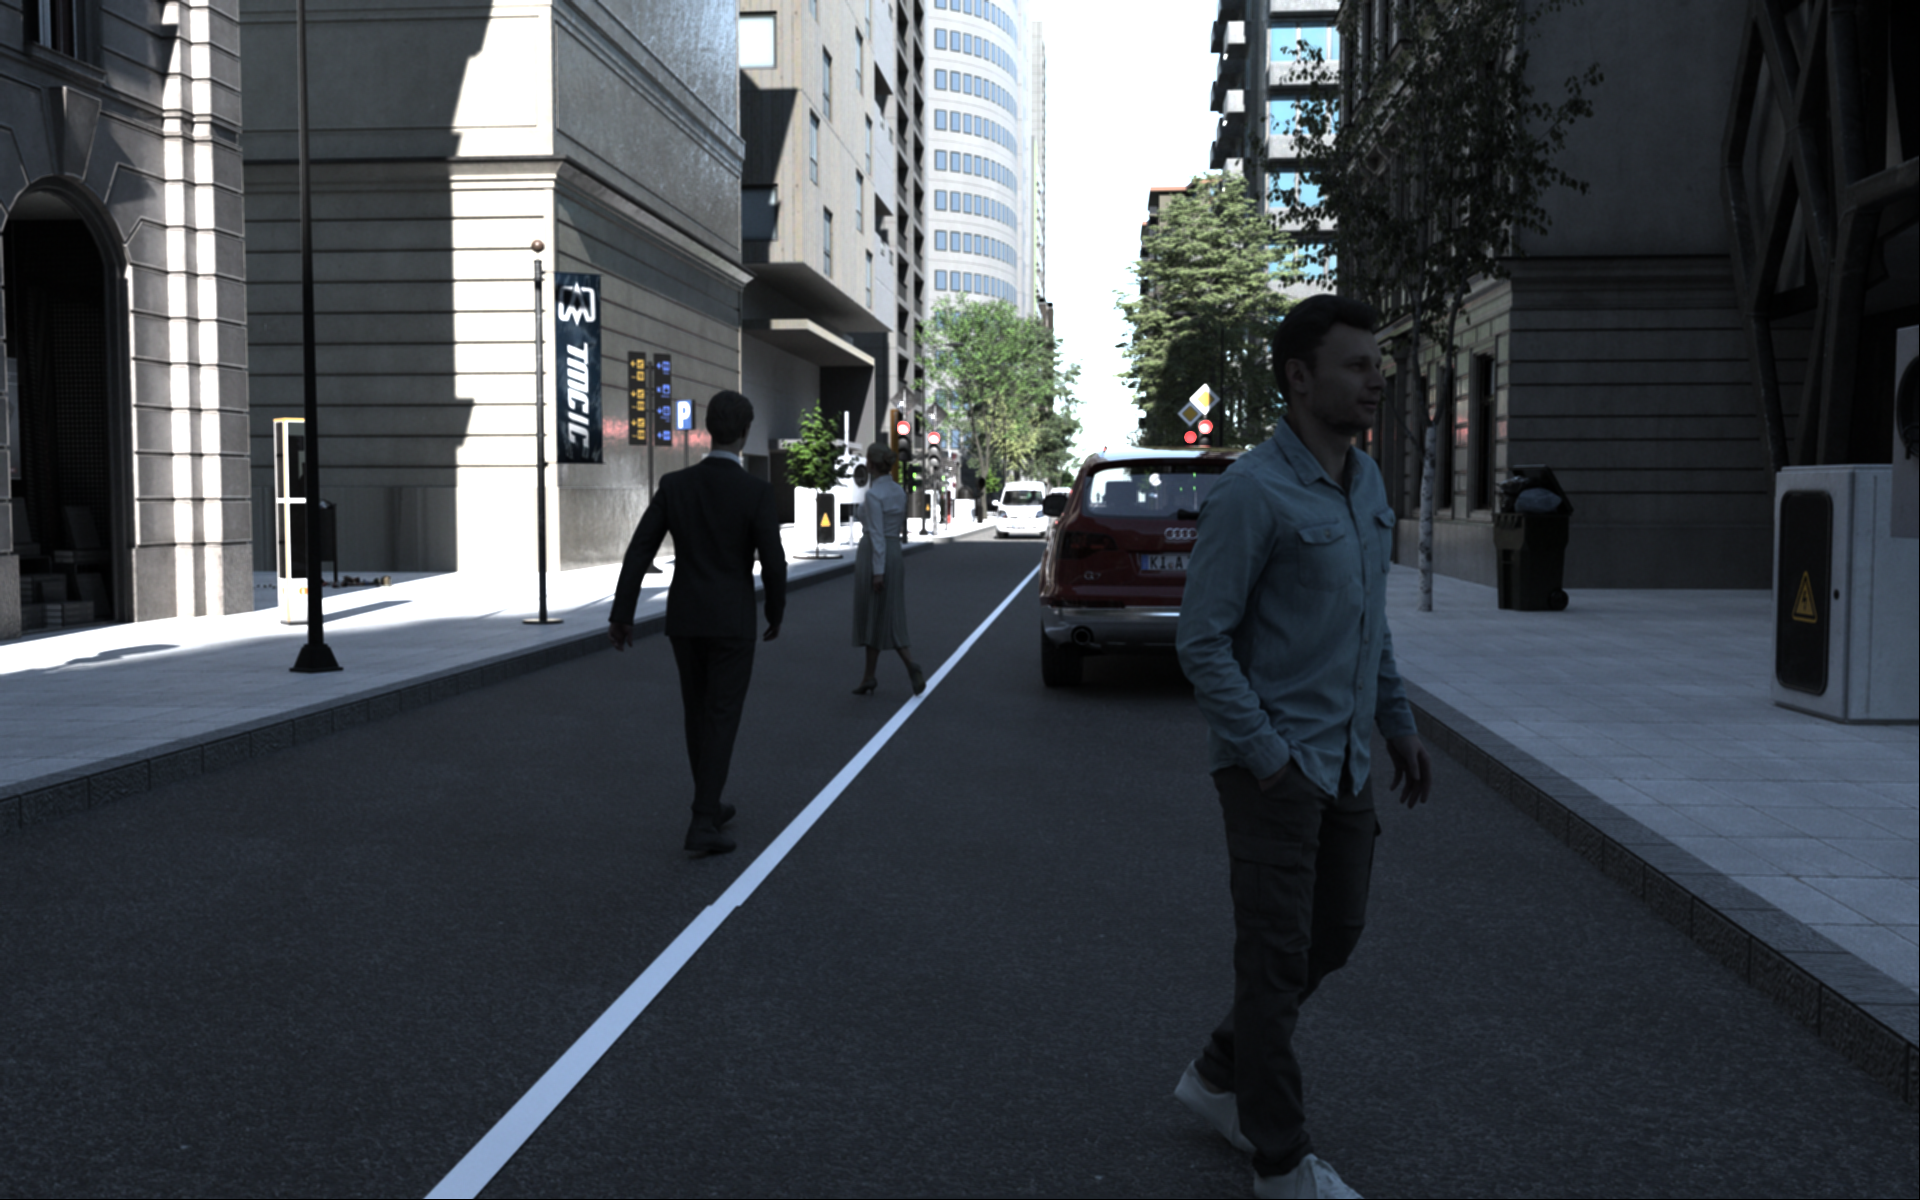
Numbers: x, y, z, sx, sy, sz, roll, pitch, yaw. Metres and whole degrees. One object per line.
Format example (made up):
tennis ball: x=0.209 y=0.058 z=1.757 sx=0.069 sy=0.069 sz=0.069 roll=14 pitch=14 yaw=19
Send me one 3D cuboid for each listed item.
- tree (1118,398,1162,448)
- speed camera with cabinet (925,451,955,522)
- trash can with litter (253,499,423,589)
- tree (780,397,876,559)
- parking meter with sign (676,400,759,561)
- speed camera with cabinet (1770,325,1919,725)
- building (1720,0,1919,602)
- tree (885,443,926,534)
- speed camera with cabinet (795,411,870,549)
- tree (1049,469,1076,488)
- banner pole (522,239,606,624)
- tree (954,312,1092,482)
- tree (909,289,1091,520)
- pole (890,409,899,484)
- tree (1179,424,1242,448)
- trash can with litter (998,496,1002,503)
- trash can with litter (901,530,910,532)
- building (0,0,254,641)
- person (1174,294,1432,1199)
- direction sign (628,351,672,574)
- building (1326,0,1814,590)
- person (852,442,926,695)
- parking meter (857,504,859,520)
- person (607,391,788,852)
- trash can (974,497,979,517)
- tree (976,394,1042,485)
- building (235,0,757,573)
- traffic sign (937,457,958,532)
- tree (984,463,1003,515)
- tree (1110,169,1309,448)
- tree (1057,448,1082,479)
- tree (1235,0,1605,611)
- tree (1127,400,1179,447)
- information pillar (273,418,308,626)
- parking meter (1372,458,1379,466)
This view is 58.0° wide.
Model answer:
tree: x=14.189 y=-11.127 z=132.290 sx=4.737 sy=8.622 sz=4.395 roll=0 pitch=3 yaw=0
speed camera with cabinet: x=-0.970 y=-5.213 z=79.569 sx=0.660 sy=3.252 sz=2.038 roll=-2 pitch=4 yaw=-30
trash can with litter: x=-8.612 y=-0.795 z=24.048 sx=2.233 sy=1.210 sz=1.678 roll=1 pitch=4 yaw=12
tree: x=-2.732 y=-2.447 z=34.613 sx=1.663 sy=3.219 sz=1.824 roll=0 pitch=3 yaw=0
parking meter with sign: x=-4.453 y=-2.231 z=32.745 sx=1.738 sy=3.016 sz=0.543 roll=-3 pitch=5 yaw=-40
speed camera with cabinet: x=5.173 y=-0.925 z=9.453 sx=0.660 sy=3.252 sz=2.038 roll=0 pitch=4 yaw=2
building: x=15.598 y=-8.920 z=13.287 sx=16.820 sy=18.784 sz=16.811 roll=0 pitch=4 yaw=5
tree: x=-2.167 y=-3.774 z=56.303 sx=1.663 sy=3.219 sz=1.824 roll=0 pitch=3 yaw=0
speed camera with cabinet: x=-2.998 y=-2.849 z=40.909 sx=0.660 sy=3.252 sz=2.038 roll=3 pitch=4 yaw=38
tree: x=14.938 y=-15.861 z=243.039 sx=4.285 sy=4.588 sz=4.351 roll=0 pitch=3 yaw=0
banner pole: x=-3.947 y=-1.665 z=17.240 sx=0.863 sy=3.779 sz=0.401 roll=-2 pitch=4 yaw=-28
tree: x=4.087 y=-13.108 z=120.978 sx=9.857 sy=13.997 sz=8.962 roll=0 pitch=3 yaw=0
tree: x=1.214 y=-9.894 z=87.518 sx=9.928 sy=11.665 sz=9.643 roll=0 pitch=3 yaw=0
pole: x=-1.575 y=-2.931 z=41.763 sx=0.158 sy=3.312 sz=0.155 roll=0 pitch=3 yaw=0
tree: x=10.085 y=-5.369 z=71.492 sx=4.285 sy=4.588 sz=4.351 roll=0 pitch=3 yaw=0
trash can with litter: x=3.380 y=-7.130 z=127.955 sx=1.055 sy=1.170 sz=0.624 roll=-1 pitch=4 yaw=-14
trash can with litter: x=-2.519 y=-2.948 z=59.258 sx=1.678 sy=1.210 sz=2.233 roll=1 pitch=4 yaw=21
building: x=-14.488 y=-10.114 z=7.164 sx=13.314 sy=21.916 sz=24.055 roll=0 pitch=4 yaw=5
person: x=0.664 y=0.302 z=3.581 sx=0.620 sy=1.820 sz=0.660 roll=3 pitch=5 yaw=39
direction sign: x=-4.975 y=-2.193 z=27.860 sx=0.379 sy=3.537 sz=0.876 roll=3 pitch=4 yaw=39
building: x=12.762 y=-10.212 z=31.595 sx=10.561 sy=19.102 sz=19.286 roll=0 pitch=4 yaw=5
person: x=-0.506 y=-0.218 z=12.291 sx=0.641 sy=1.798 sz=0.478 roll=3 pitch=5 yaw=43
parking meter: x=-4.897 y=-4.698 z=85.229 sx=0.372 sy=1.533 sz=0.369 roll=0 pitch=3 yaw=0
person: x=-0.995 y=0.072 z=7.093 sx=0.659 sy=1.850 sz=0.755 roll=1 pitch=4 yaw=15
trash can: x=0.728 y=-5.162 z=96.046 sx=0.748 sy=1.137 sz=0.748 roll=0 pitch=3 yaw=0
tree: x=3.257 y=-9.934 z=112.785 sx=4.737 sy=8.622 sz=4.395 roll=0 pitch=3 yaw=0
building: x=-20.098 y=-12.396 z=35.960 sx=30.059 sy=22.955 sz=16.112 roll=0 pitch=4 yaw=5
traffic sign: x=-0.466 y=-3.614 z=59.203 sx=0.768 sy=2.556 sz=0.104 roll=1 pitch=4 yaw=10
tree: x=1.872 y=-6.930 z=107.899 sx=1.663 sy=3.219 sz=1.824 roll=0 pitch=3 yaw=0
tree: x=8.783 y=-8.764 z=61.418 sx=7.486 sy=12.596 sz=7.792 roll=0 pitch=3 yaw=0
tree: x=17.303 y=-21.539 z=286.574 sx=8.767 sy=10.594 sz=7.601 roll=-1 pitch=4 yaw=-19
tree: x=5.104 y=-4.197 z=18.981 sx=4.360 sy=8.622 sz=3.978 roll=0 pitch=3 yaw=0
tree: x=13.726 y=-10.319 z=119.070 sx=4.360 sy=8.622 sz=3.978 roll=0 pitch=3 yaw=0
information pillar: x=-6.501 y=-0.763 z=16.975 sx=0.304 sy=2.012 sz=0.304 roll=-3 pitch=5 yaw=-39
parking meter: x=6.568 y=-1.364 z=28.017 sx=0.255 sy=1.863 sz=0.399 roll=3 pitch=4 yaw=39
